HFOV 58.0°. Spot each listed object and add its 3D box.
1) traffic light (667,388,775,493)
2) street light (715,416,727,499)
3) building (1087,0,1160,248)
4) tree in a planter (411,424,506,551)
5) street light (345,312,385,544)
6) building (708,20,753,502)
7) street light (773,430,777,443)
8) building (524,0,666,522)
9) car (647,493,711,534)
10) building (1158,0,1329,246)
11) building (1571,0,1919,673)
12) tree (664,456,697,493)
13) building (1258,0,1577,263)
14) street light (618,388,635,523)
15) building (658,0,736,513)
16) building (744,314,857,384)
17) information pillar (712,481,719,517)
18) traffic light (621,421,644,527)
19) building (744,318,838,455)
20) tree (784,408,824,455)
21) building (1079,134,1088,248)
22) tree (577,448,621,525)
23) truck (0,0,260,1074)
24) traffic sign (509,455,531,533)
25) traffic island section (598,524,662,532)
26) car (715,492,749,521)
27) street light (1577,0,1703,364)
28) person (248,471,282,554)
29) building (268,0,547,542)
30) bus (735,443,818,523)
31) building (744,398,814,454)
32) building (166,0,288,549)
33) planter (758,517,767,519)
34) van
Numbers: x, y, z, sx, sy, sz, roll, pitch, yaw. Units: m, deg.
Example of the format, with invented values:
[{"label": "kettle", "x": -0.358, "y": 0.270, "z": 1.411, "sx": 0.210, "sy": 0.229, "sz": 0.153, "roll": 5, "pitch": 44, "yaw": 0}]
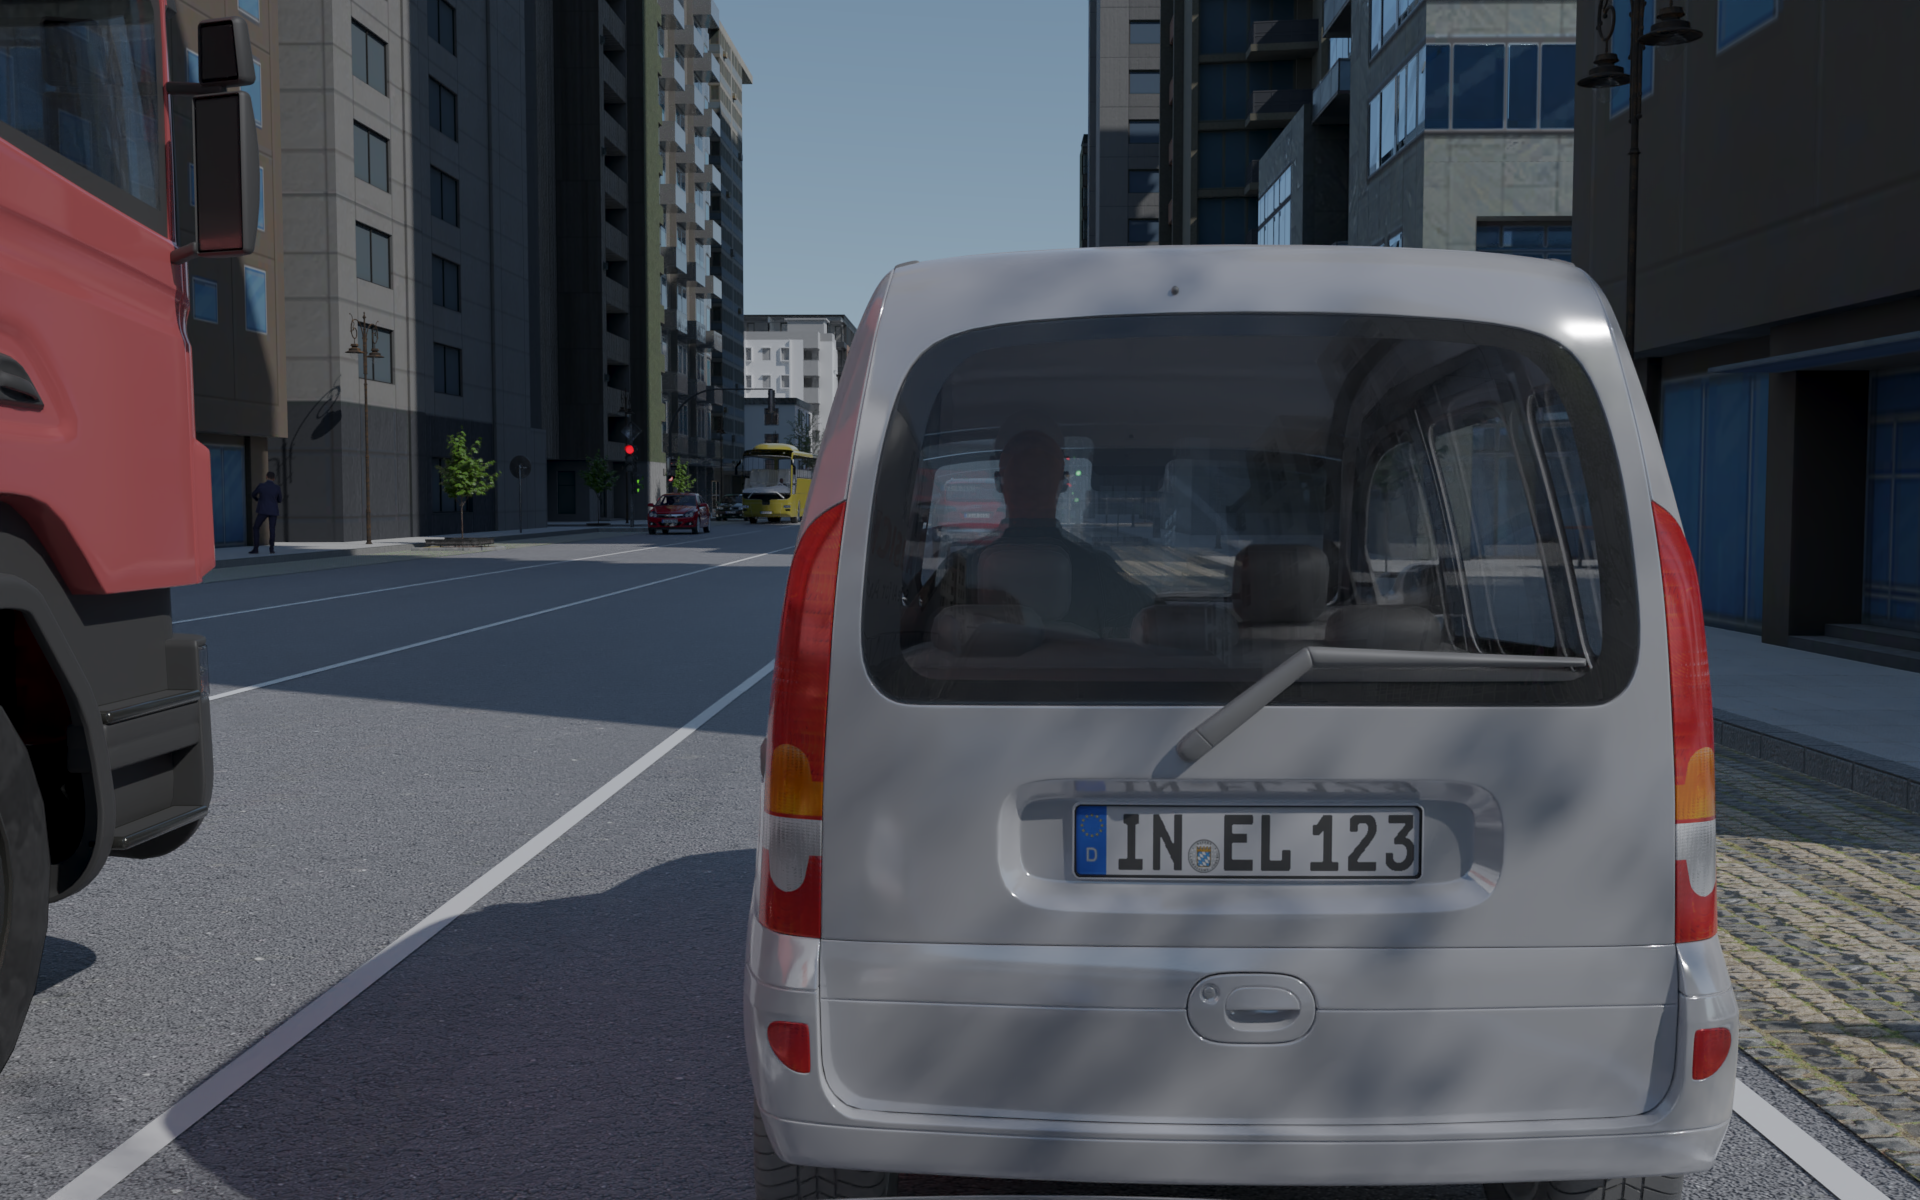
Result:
[{"label": "traffic light", "x": -10.326, "y": -6.101, "z": 74.422, "sx": 4.771, "sy": 5.953, "sz": 1.251, "roll": 0, "pitch": 4, "yaw": 1}, {"label": "street light", "x": -13.870, "y": -7.818, "z": 100.611, "sx": 0.468, "sy": 5.910, "sz": 1.993, "roll": 0, "pitch": 4, "yaw": 1}, {"label": "building", "x": 19.364, "y": -35.337, "z": 119.761, "sx": 21.231, "sy": 58.520, "sz": 28.212, "roll": 0, "pitch": 4, "yaw": 1}, {"label": "tree in a planter", "x": -12.760, "y": -2.879, "z": 44.301, "sx": 1.991, "sy": 3.239, "sz": 1.994, "roll": 0, "pitch": 4, "yaw": 1}, {"label": "street light", "x": -15.109, "y": -4.361, "z": 44.094, "sx": 0.468, "sy": 5.910, "sz": 1.993, "roll": 0, "pitch": 4, "yaw": 1}, {"label": "building", "x": -29.667, "y": -26.944, "z": 132.414, "sx": 32.217, "sy": 40.220, "sz": 23.993, "roll": 0, "pitch": 4, "yaw": 1}, {"label": "street light", "x": -13.397, "y": -9.359, "z": 125.811, "sx": 0.468, "sy": 5.910, "sz": 1.993, "roll": 0, "pitch": 4, "yaw": 1}, {"label": "building", "x": -22.448, "y": -19.013, "z": 82.556, "sx": 14.160, "sy": 30.474, "sz": 14.107, "roll": 0, "pitch": 4, "yaw": 1}, {"label": "car", "x": -10.178, "y": -3.293, "z": 62.876, "sx": 2.155, "sy": 1.783, "sz": 4.494, "roll": 0, "pitch": 3, "yaw": 0}, {"label": "building", "x": 22.535, "y": -26.282, "z": 84.333, "sx": 28.867, "sy": 44.769, "sz": 22.147, "roll": 0, "pitch": 4, "yaw": 1}, {"label": "building", "x": 13.562, "y": -22.068, "z": 10.929, "sx": 14.600, "sy": 45.320, "sz": 14.200, "roll": 0, "pitch": 4, "yaw": 1}, {"label": "tree", "x": -14.103, "y": -5.687, "z": 87.579, "sx": 1.663, "sy": 3.219, "sz": 1.824, "roll": 0, "pitch": 3, "yaw": 0}, {"label": "building", "x": 18.196, "y": -44.829, "z": 45.629, "sx": 22.319, "sy": 86.520, "sz": 31.000, "roll": 0, "pitch": 4, "yaw": 1}, {"label": "street light", "x": -14.524, "y": -6.277, "z": 75.415, "sx": 0.468, "sy": 5.910, "sz": 1.993, "roll": 0, "pitch": 4, "yaw": 1}, {"label": "building", "x": -26.843, "y": -29.667, "z": 104.667, "sx": 23.786, "sy": 49.044, "sz": 30.456, "roll": 0, "pitch": 4, "yaw": 1}, {"label": "building", "x": -29.110, "y": -22.460, "z": 211.197, "sx": 32.646, "sy": 21.610, "sz": 27.936, "roll": 0, "pitch": 4, "yaw": 1}, {"label": "information pillar", "x": -13.592, "y": -5.620, "z": 96.372, "sx": 0.304, "sy": 2.012, "sz": 0.304, "roll": 2, "pitch": 4, "yaw": 25}, {"label": "traffic light", "x": -12.585, "y": -4.742, "z": 66.447, "sx": 0.839, "sy": 4.253, "sz": 0.868, "roll": 0, "pitch": 4, "yaw": 1}, {"label": "building", "x": -20.962, "y": -20.049, "z": 184.225, "sx": 16.016, "sy": 20.091, "sz": 11.380, "roll": 0, "pitch": 4, "yaw": 1}, {"label": "tree", "x": -12.847, "y": -12.064, "z": 147.605, "sx": 4.737, "sy": 8.622, "sz": 4.395, "roll": 0, "pitch": 3, "yaw": 0}, {"label": "building", "x": 16.667, "y": -22.640, "z": 141.859, "sx": 14.160, "sy": 30.474, "sz": 14.107, "roll": 0, "pitch": 4, "yaw": 1}, {"label": "tree", "x": -15.184, "y": -4.812, "z": 73.283, "sx": 1.663, "sy": 3.219, "sz": 1.824, "roll": 0, "pitch": 3, "yaw": 0}, {"label": "truck", "x": -3.403, "y": -0.690, "z": 0.199, "sx": 2.839, "sy": 4.237, "sz": 11.283, "roll": 0, "pitch": 4, "yaw": 1}, {"label": "traffic sign", "x": -14.497, "y": -3.486, "z": 57.101, "sx": 0.768, "sy": 2.556, "sz": 0.104, "roll": 1, "pitch": 4, "yaw": 10}, {"label": "traffic island section", "x": -12.625, "y": -2.710, "z": 66.583, "sx": 2.009, "sy": 0.180, "sz": 2.903, "roll": 0, "pitch": 4, "yaw": 1}, {"label": "car", "x": -11.970, "y": -5.044, "z": 92.259, "sx": 2.009, "sy": 1.686, "sz": 4.222, "roll": 0, "pitch": 4, "yaw": -1}, {"label": "street light", "x": 5.515, "y": -2.535, "z": 14.234, "sx": 0.468, "sy": 5.910, "sz": 1.993, "roll": 0, "pitch": 4, "yaw": 1}, {"label": "person", "x": -14.998, "y": -1.887, "z": 37.352, "sx": 0.683, "sy": 1.767, "sz": 0.568, "roll": -2, "pitch": 4, "yaw": -34}, {"label": "building", "x": -26.324, "y": -37.675, "z": 54.233, "sx": 20.611, "sy": 71.187, "sz": 20.563, "roll": 0, "pitch": 4, "yaw": 1}, {"label": "bus", "x": -8.979, "y": -5.883, "z": 87.741, "sx": 2.896, "sy": 3.916, "sz": 12.252, "roll": 0, "pitch": 4, "yaw": 2}, {"label": "building", "x": -18.446, "y": -13.612, "z": 164.702, "sx": 9.099, "sy": 9.664, "sz": 28.070, "roll": 0, "pitch": 4, "yaw": 1}, {"label": "building", "x": -24.020, "y": -23.576, "z": 35.579, "sx": 14.600, "sy": 45.320, "sz": 14.200, "roll": 0, "pitch": 4, "yaw": 1}, {"label": "planter", "x": -11.607, "y": -4.827, "z": 100.069, "sx": 1.991, "sy": 0.319, "sz": 1.994, "roll": 0, "pitch": 4, "yaw": 1}, {"label": "van", "x": 0.483, "y": 0.148, "z": 4.591, "sx": 2.013, "sy": 2.044, "sz": 4.112, "roll": 0, "pitch": 4, "yaw": 1}]
